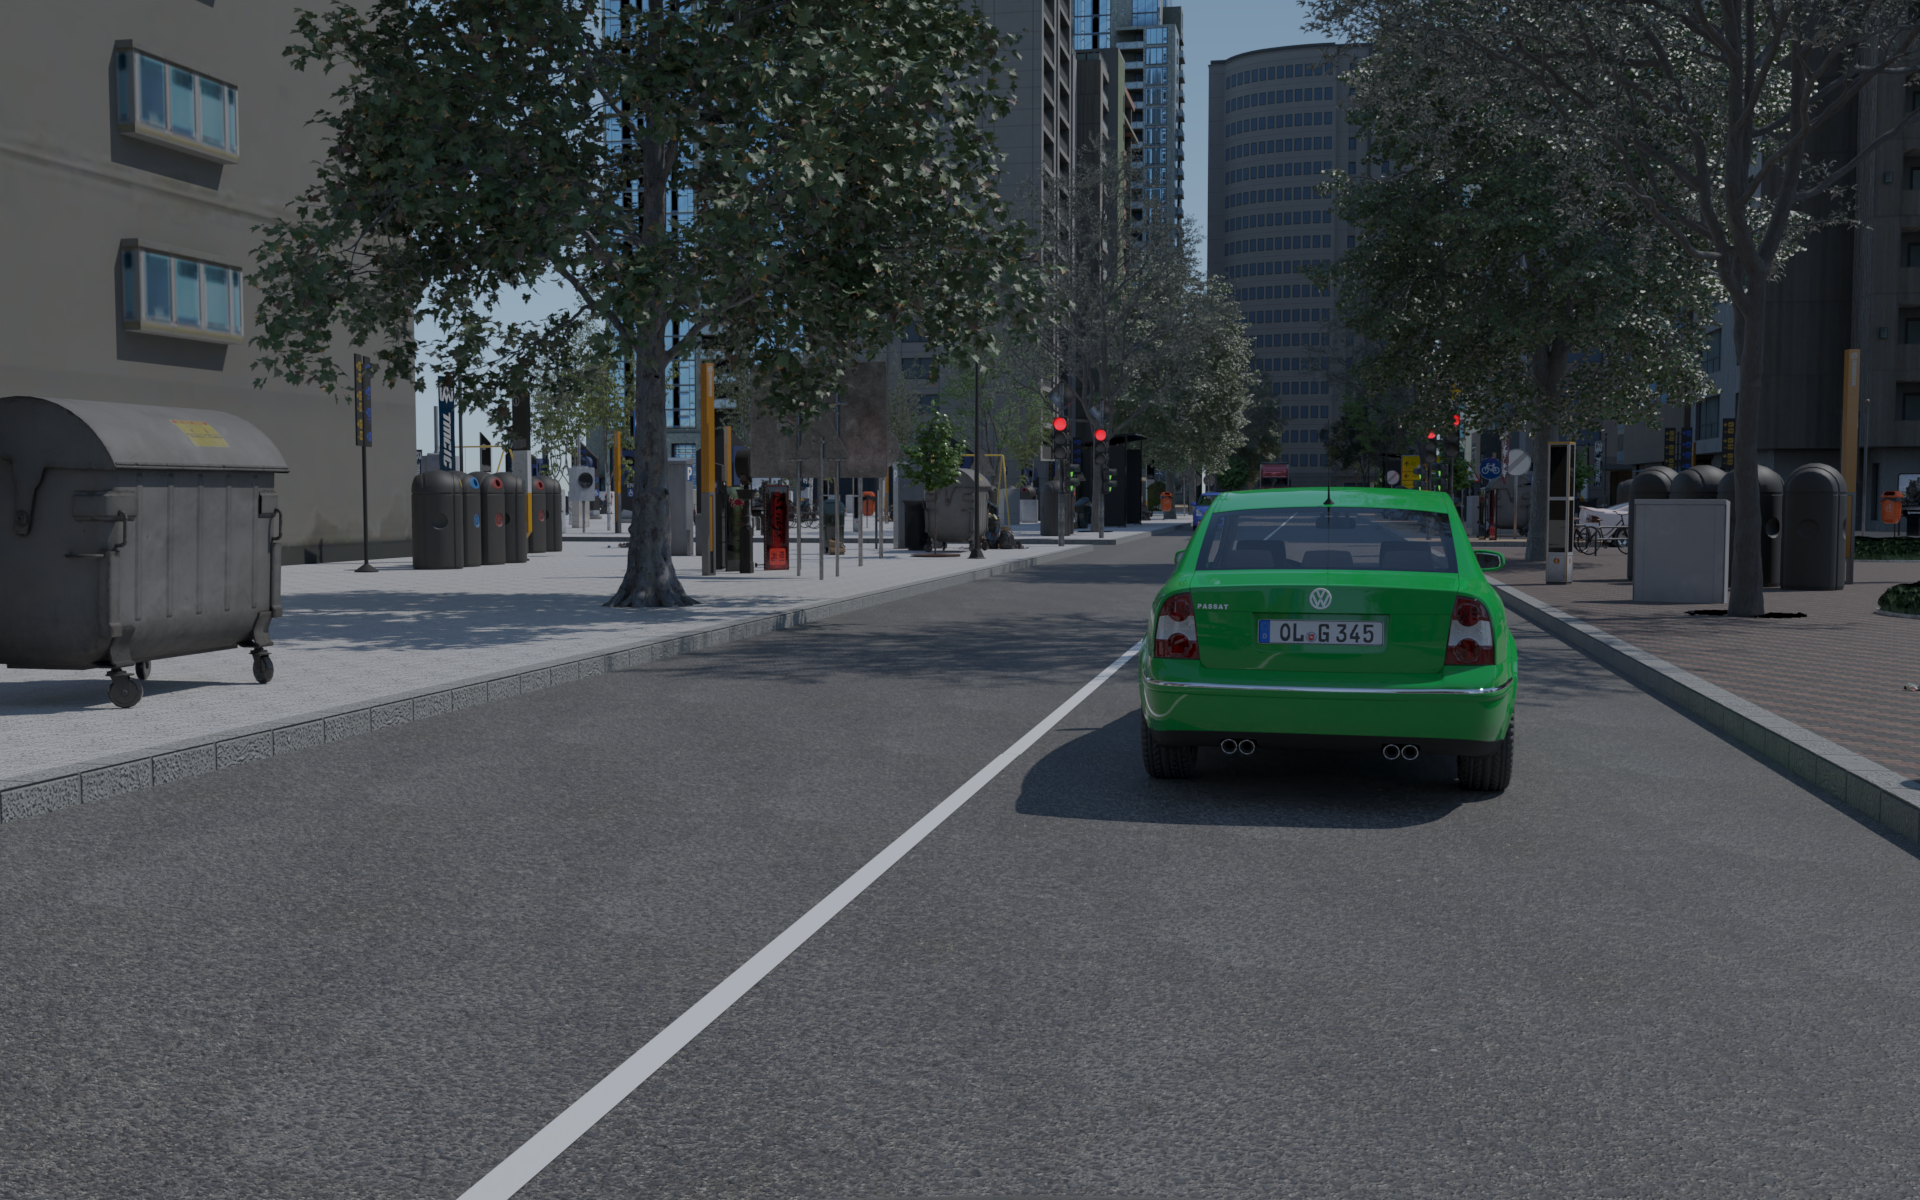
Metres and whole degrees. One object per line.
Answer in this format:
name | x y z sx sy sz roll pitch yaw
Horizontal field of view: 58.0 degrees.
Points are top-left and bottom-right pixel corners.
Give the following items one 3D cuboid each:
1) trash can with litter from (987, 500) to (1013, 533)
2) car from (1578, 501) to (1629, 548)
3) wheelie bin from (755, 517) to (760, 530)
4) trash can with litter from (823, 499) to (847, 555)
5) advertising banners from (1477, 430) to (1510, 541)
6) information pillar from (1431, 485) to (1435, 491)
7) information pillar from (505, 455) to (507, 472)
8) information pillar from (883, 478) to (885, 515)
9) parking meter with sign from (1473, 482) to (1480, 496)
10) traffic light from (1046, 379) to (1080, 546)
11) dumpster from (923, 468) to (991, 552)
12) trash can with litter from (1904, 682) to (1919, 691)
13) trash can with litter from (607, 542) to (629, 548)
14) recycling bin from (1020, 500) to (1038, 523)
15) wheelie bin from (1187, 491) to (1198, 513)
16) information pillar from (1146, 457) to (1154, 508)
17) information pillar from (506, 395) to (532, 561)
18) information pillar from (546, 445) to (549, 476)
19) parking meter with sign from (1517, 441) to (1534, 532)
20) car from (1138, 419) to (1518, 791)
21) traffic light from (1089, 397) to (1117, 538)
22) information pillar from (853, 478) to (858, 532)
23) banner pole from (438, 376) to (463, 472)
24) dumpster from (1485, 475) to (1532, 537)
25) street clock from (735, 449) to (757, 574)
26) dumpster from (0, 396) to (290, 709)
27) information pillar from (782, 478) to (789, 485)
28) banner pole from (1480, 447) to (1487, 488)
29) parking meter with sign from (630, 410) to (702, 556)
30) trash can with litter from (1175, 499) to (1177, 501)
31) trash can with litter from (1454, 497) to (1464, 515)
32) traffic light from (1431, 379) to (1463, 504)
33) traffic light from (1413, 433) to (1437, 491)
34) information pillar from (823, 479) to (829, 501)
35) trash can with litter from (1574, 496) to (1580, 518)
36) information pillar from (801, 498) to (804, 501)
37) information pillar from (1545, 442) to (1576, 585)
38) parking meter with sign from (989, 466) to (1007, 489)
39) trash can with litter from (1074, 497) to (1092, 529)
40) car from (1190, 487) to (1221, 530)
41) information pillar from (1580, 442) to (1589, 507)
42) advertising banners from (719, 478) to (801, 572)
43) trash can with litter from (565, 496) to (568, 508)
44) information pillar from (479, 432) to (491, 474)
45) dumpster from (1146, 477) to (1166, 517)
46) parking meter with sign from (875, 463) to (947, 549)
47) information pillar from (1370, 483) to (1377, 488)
trash can with litter | 1.137 -2.603 53.952 1.055 1.170 0.624 1 4 12
car | 18.240 -1.936 44.010 4.827 1.381 2.083 1 4 12
wheelie bin | -6.874 -3.264 61.279 0.980 1.594 0.693 1 4 14
trash can with litter | -2.611 -1.556 36.829 0.624 1.170 1.055 -1 4 -15
advertising banners | 14.780 -3.168 47.987 0.090 3.025 2.074 0 4 -5
information pillar | 17.117 -3.582 63.053 0.304 2.012 0.304 0 4 7
information pillar | -22.140 -5.750 85.368 0.504 3.616 0.183 -1 4 -9
information pillar | -4.616 -6.994 105.698 0.504 3.616 0.183 3 4 37
parking meter with sign | 28.830 -6.154 96.886 1.738 3.016 0.543 -1 4 -20
traffic light | 2.505 -3.271 42.399 0.839 4.253 0.868 1 4 12
dumpster | -0.076 -2.008 38.590 1.264 1.857 1.865 1 4 12
trash can with litter | 6.641 0.048 10.280 1.678 1.210 2.233 -1 4 -8
trash can with litter | -7.712 -1.884 41.854 1.678 1.210 2.233 -1 4 -22
recycling bin | 3.070 -3.968 77.424 0.722 1.027 0.722 0 4 -8
wheelie bin | 16.078 -6.846 119.841 0.693 1.594 0.980 0 4 -5
information pillar | 10.819 -6.563 98.660 0.504 3.616 0.183 -1 4 -16
information pillar | -8.382 -2.553 33.100 0.504 3.616 0.183 3 5 40
information pillar | -19.504 -5.538 81.893 0.183 3.616 0.504 -1 4 -8
parking meter with sign | 18.791 -3.710 56.917 0.543 3.016 1.738 0 4 -2
car | 2.126 -0.066 9.869 1.959 1.807 4.718 1 4 14
traffic light | 4.126 -3.749 50.218 0.839 4.253 0.868 1 4 12
information pillar | -3.489 -3.321 58.782 0.304 2.012 0.304 0 4 -5
banner pole | -9.527 -2.602 32.560 0.401 3.779 0.863 1 4 23
dumpster | 16.601 -2.852 52.393 1.264 1.857 1.865 1 4 12
street clock | -3.453 -1.432 27.988 0.358 2.002 0.471 1 4 11
dumpster | -5.355 -0.326 11.095 1.264 1.857 1.865 1 4 12
information pillar | -10.537 -6.928 104.623 0.504 3.616 0.183 3 5 41
banner pole | 27.643 -6.207 91.493 0.401 3.779 0.863 3 5 41
parking meter with sign | -5.944 -2.436 36.093 1.738 3.016 0.543 1 4 13
trash can with litter | 14.830 -6.739 121.567 0.624 1.170 1.055 1 4 18
trash can with litter | 34.243 -6.650 120.117 1.055 1.170 0.624 0 4 -4
traffic light | 11.479 -3.158 40.561 0.839 4.253 0.868 1 4 12
traffic light | 13.101 -3.637 48.381 0.839 4.253 0.868 1 4 12
information pillar | -6.586 -4.923 84.978 0.304 2.012 0.304 0 4 -2
trash can with litter | 30.602 -4.537 85.240 2.233 1.210 1.678 -3 5 -42
information pillar | -10.483 -7.465 113.412 0.504 3.616 0.183 -1 4 -8
information pillar | 8.522 -1.229 24.580 0.304 2.012 0.304 2 4 35
parking meter with sign | 2.077 -6.906 109.170 1.738 3.016 0.543 -1 4 -15
trash can with litter | 4.368 -3.203 63.751 1.055 1.170 0.624 -3 5 -44
car | 10.210 -3.649 69.250 1.945 1.707 3.694 1 4 10
information pillar | 28.309 -5.329 78.483 0.183 3.616 0.504 -1 4 -15
advertising banners | -3.111 -2.009 29.037 2.074 3.025 0.090 -3 4 -38
trash can with litter | -27.723 -6.677 120.561 1.055 1.170 0.624 3 5 43
information pillar | -17.931 -4.532 65.450 0.183 3.616 0.504 2 4 35
dumpster | 11.202 -5.794 97.223 1.502 2.255 1.985 1 4 12
parking meter with sign | -1.172 -2.707 40.526 1.738 3.016 0.543 -1 4 -20
information pillar | 26.816 -6.595 112.325 0.304 2.012 0.304 -2 4 -27
